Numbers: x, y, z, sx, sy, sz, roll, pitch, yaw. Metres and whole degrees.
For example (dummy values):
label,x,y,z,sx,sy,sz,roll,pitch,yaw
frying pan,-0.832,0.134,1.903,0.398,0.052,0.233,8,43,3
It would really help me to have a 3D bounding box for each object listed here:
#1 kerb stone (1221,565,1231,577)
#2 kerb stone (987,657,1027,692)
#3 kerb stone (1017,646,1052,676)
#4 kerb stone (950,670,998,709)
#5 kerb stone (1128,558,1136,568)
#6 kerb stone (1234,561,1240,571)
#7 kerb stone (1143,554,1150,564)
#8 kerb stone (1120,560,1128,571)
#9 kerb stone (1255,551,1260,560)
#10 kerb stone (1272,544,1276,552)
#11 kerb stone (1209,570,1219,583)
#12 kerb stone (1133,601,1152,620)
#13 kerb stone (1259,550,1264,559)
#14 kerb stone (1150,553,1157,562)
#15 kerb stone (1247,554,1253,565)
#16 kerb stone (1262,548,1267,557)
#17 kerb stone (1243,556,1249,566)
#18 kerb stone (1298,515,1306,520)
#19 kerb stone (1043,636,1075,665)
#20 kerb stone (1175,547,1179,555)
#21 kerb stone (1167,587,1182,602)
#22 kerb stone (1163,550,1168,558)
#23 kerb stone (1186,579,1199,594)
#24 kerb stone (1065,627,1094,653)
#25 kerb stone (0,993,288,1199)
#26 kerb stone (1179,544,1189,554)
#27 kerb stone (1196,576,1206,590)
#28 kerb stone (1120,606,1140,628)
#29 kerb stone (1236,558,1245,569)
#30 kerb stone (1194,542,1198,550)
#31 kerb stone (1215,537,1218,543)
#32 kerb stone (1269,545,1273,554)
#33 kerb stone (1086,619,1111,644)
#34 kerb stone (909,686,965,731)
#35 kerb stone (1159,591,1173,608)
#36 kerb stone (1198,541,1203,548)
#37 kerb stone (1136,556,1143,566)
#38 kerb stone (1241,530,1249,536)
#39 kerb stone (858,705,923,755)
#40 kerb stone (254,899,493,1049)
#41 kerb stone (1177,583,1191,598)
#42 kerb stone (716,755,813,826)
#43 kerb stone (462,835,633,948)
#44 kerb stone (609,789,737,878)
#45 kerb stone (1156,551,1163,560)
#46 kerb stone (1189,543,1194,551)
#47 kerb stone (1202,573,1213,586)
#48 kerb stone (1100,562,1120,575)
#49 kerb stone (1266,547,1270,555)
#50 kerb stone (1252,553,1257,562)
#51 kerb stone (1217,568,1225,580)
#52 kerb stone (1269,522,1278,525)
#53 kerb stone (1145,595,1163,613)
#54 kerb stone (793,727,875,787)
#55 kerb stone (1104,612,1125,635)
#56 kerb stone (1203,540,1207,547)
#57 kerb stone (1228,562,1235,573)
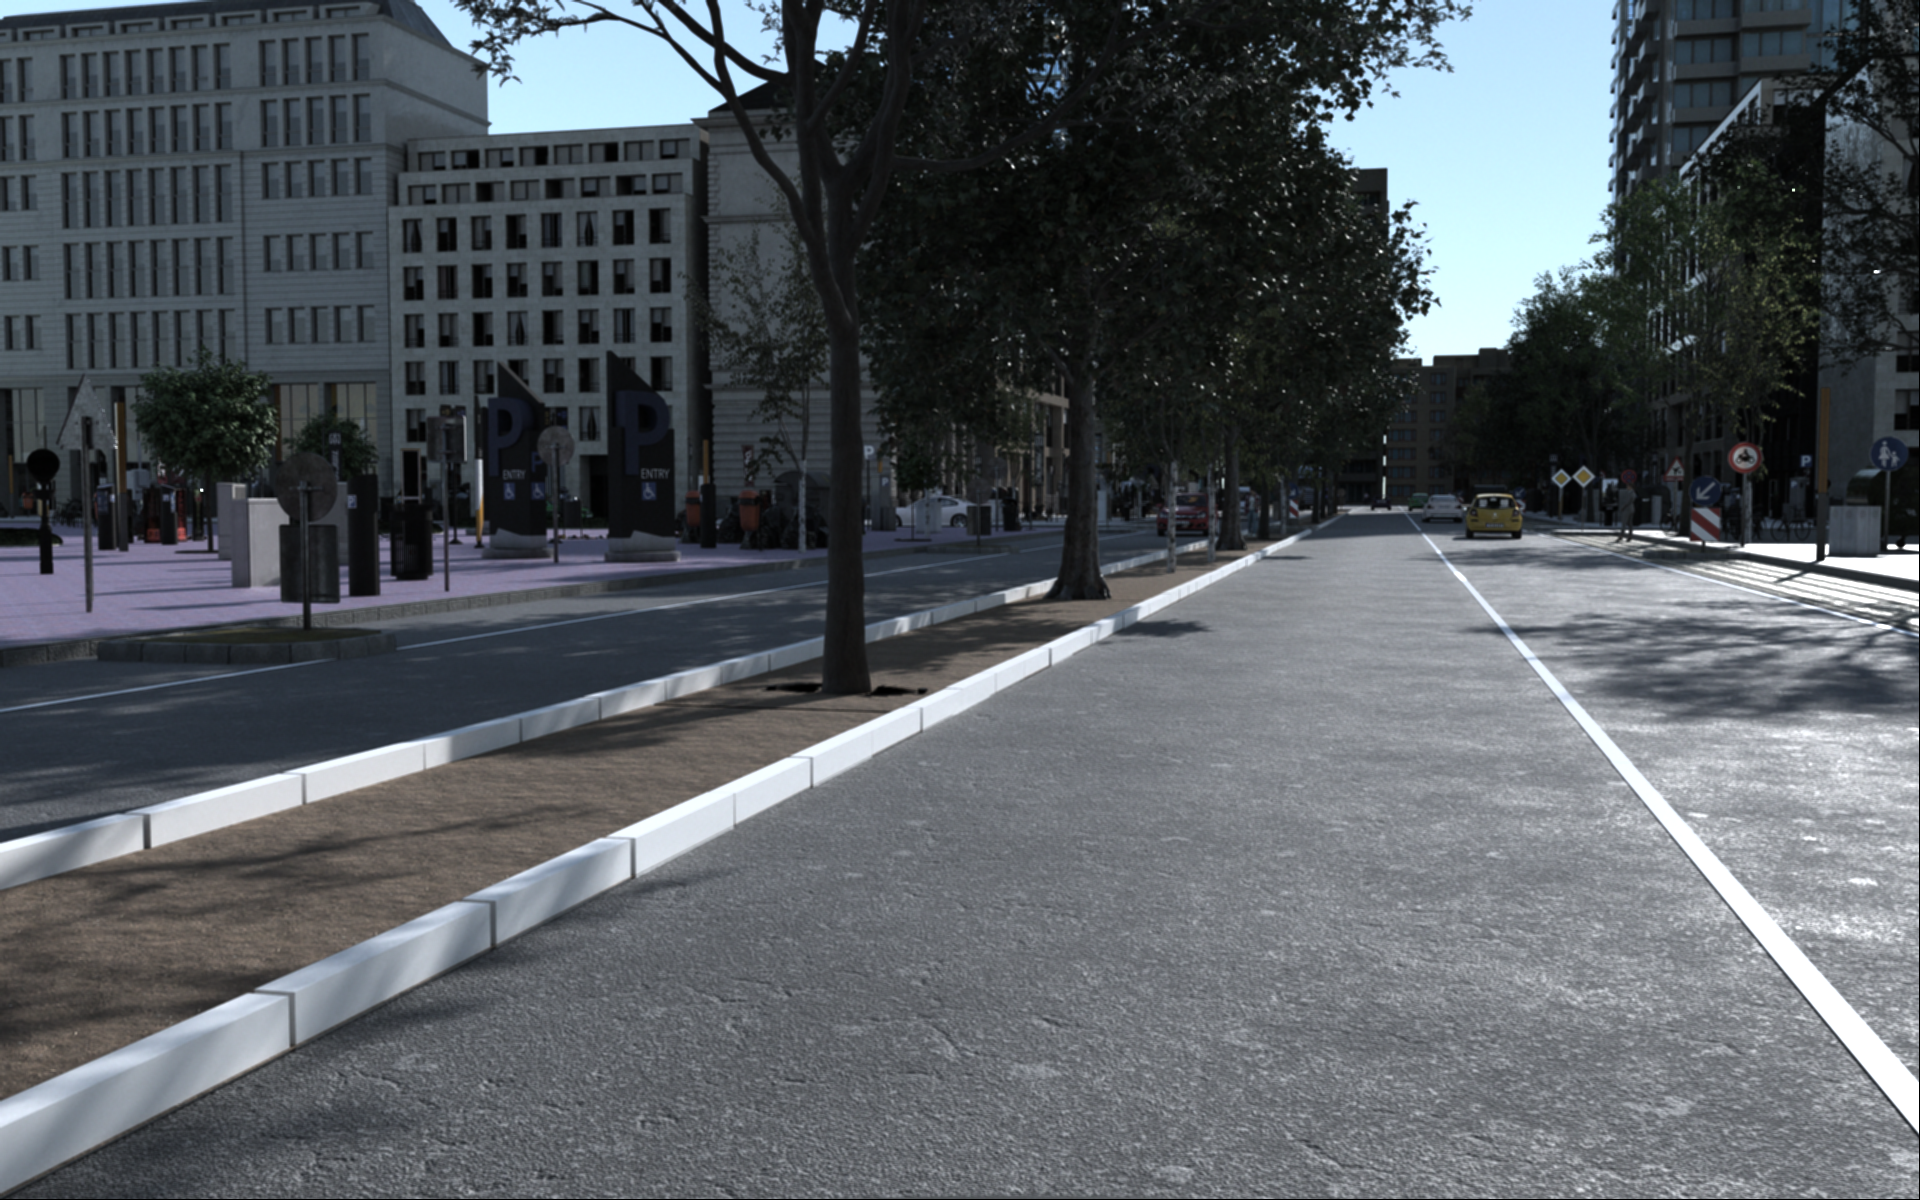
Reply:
label,x,y,z,sx,sy,sz,roll,pitch,yaw
kerb stone,4.515,-0.464,29.851,0.120,0.150,1.000,1,4,14
kerb stone,0.321,0.567,12.930,0.120,0.150,1.000,1,4,14
kerb stone,0.564,0.508,13.928,0.120,0.150,1.000,1,4,14
kerb stone,0.077,0.628,11.935,0.120,0.150,1.000,1,4,14
kerb stone,3.211,-0.681,33.327,0.120,0.150,1.000,1,4,14
kerb stone,5.000,-0.584,31.837,0.120,0.150,1.000,1,4,14
kerb stone,3.704,-0.803,35.329,0.120,0.150,1.000,1,4,14
kerb stone,2.963,-0.620,32.336,0.120,0.150,1.000,1,4,14
kerb stone,6.232,-0.894,36.815,0.120,0.150,1.000,1,4,14
kerb stone,7.461,-1.198,41.795,0.120,0.150,1.000,1,4,14
kerb stone,4.023,-0.347,27.867,0.120,0.150,1.000,1,4,14
kerb stone,2.046,0.142,19.901,0.120,0.150,1.000,1,4,14
kerb stone,6.483,-0.950,37.807,0.120,0.150,1.000,1,4,14
kerb stone,3.949,-0.861,36.321,0.120,0.150,1.000,1,4,14
kerb stone,5.749,-0.772,34.825,0.120,0.150,1.000,1,4,14
kerb stone,6.728,-1.016,38.815,0.120,0.150,1.000,1,4,14
kerb stone,5.491,-0.710,33.833,0.120,0.150,1.000,1,4,14
kerb stone,19.863,-4.794,100.576,0.120,0.150,1.000,1,4,14
kerb stone,0.824,0.445,14.929,0.120,0.150,1.000,1,4,14
kerb stone,4.924,-1.108,40.305,0.120,0.150,1.000,1,4,14
kerb stone,2.782,-0.043,22.894,0.120,0.150,1.000,1,4,14
kerb stone,4.442,-0.986,38.318,0.120,0.150,1.000,1,4,14
kerb stone,3.281,-0.164,24.880,0.120,0.150,1.000,1,4,14
kerb stone,1.064,0.385,15.927,0.120,0.150,1.000,1,4,14
kerb stone,-1.900,1.120,3.975,0.120,0.150,1.000,1,4,14
kerb stone,5.423,-1.229,42.288,0.120,0.150,1.000,1,4,14
kerb stone,3.530,-0.225,25.872,0.120,0.150,1.000,1,4,14
kerb stone,1.805,0.201,18.908,0.120,0.150,1.000,1,4,14
kerb stone,5.251,-0.651,32.839,0.120,0.150,1.000,1,4,14
kerb stone,5.919,-1.351,44.286,0.120,0.150,1.000,1,4,14
kerb stone,7.157,-1.655,49.249,0.120,0.150,1.000,1,4,14
kerb stone,7.227,-1.138,40.800,0.120,0.150,1.000,1,4,14
kerb stone,1.311,0.324,16.919,0.120,0.150,1.000,1,4,14
kerb stone,-0.164,0.692,10.942,0.120,0.150,1.000,1,4,14
kerb stone,2.536,0.024,21.896,0.120,0.150,1.000,1,4,14
kerb stone,6.162,-1.411,45.278,0.120,0.150,1.000,1,4,14
kerb stone,3.456,-0.741,34.338,0.120,0.150,1.000,1,4,14
kerb stone,10.103,-2.385,61.188,0.120,0.150,1.000,1,4,14
kerb stone,-0.416,0.753,9.945,0.120,0.150,1.000,1,4,14
kerb stone,-1.653,1.056,4.967,0.120,0.150,1.000,1,4,14
kerb stone,3.033,-0.104,23.889,0.120,0.150,1.000,1,4,14
kerb stone,-0.906,0.874,7.956,0.120,0.150,1.000,1,4,14
kerb stone,-1.402,0.993,5.964,0.120,0.150,1.000,1,4,14
kerb stone,-1.149,0.932,6.961,0.120,0.150,1.000,1,4,14
kerb stone,4.202,-0.925,37.312,0.120,0.150,1.000,1,4,14
kerb stone,5.678,-1.287,43.280,0.120,0.150,1.000,1,4,14
kerb stone,3.773,-0.286,26.867,0.120,0.150,1.000,1,4,14
kerb stone,2.710,-0.555,31.341,0.120,0.150,1.000,1,4,14
kerb stone,6.980,-1.077,39.809,0.120,0.150,1.000,1,4,14
kerb stone,5.992,-0.831,35.821,0.120,0.150,1.000,1,4,14
kerb stone,4.267,-0.398,28.860,0.120,0.150,1.000,1,4,14
kerb stone,13.691,-3.265,75.654,0.120,0.150,1.000,1,4,14
kerb stone,2.293,0.080,20.900,0.120,0.150,1.000,1,4,14
kerb stone,-0.656,0.810,8.951,0.120,0.150,1.000,1,4,14
kerb stone,1.552,0.264,17.918,0.120,0.150,1.000,1,4,14
kerb stone,6.419,-1.472,46.268,0.120,0.150,1.000,1,4,14
kerb stone,4.753,-0.529,30.845,0.120,0.150,1.000,1,4,14
